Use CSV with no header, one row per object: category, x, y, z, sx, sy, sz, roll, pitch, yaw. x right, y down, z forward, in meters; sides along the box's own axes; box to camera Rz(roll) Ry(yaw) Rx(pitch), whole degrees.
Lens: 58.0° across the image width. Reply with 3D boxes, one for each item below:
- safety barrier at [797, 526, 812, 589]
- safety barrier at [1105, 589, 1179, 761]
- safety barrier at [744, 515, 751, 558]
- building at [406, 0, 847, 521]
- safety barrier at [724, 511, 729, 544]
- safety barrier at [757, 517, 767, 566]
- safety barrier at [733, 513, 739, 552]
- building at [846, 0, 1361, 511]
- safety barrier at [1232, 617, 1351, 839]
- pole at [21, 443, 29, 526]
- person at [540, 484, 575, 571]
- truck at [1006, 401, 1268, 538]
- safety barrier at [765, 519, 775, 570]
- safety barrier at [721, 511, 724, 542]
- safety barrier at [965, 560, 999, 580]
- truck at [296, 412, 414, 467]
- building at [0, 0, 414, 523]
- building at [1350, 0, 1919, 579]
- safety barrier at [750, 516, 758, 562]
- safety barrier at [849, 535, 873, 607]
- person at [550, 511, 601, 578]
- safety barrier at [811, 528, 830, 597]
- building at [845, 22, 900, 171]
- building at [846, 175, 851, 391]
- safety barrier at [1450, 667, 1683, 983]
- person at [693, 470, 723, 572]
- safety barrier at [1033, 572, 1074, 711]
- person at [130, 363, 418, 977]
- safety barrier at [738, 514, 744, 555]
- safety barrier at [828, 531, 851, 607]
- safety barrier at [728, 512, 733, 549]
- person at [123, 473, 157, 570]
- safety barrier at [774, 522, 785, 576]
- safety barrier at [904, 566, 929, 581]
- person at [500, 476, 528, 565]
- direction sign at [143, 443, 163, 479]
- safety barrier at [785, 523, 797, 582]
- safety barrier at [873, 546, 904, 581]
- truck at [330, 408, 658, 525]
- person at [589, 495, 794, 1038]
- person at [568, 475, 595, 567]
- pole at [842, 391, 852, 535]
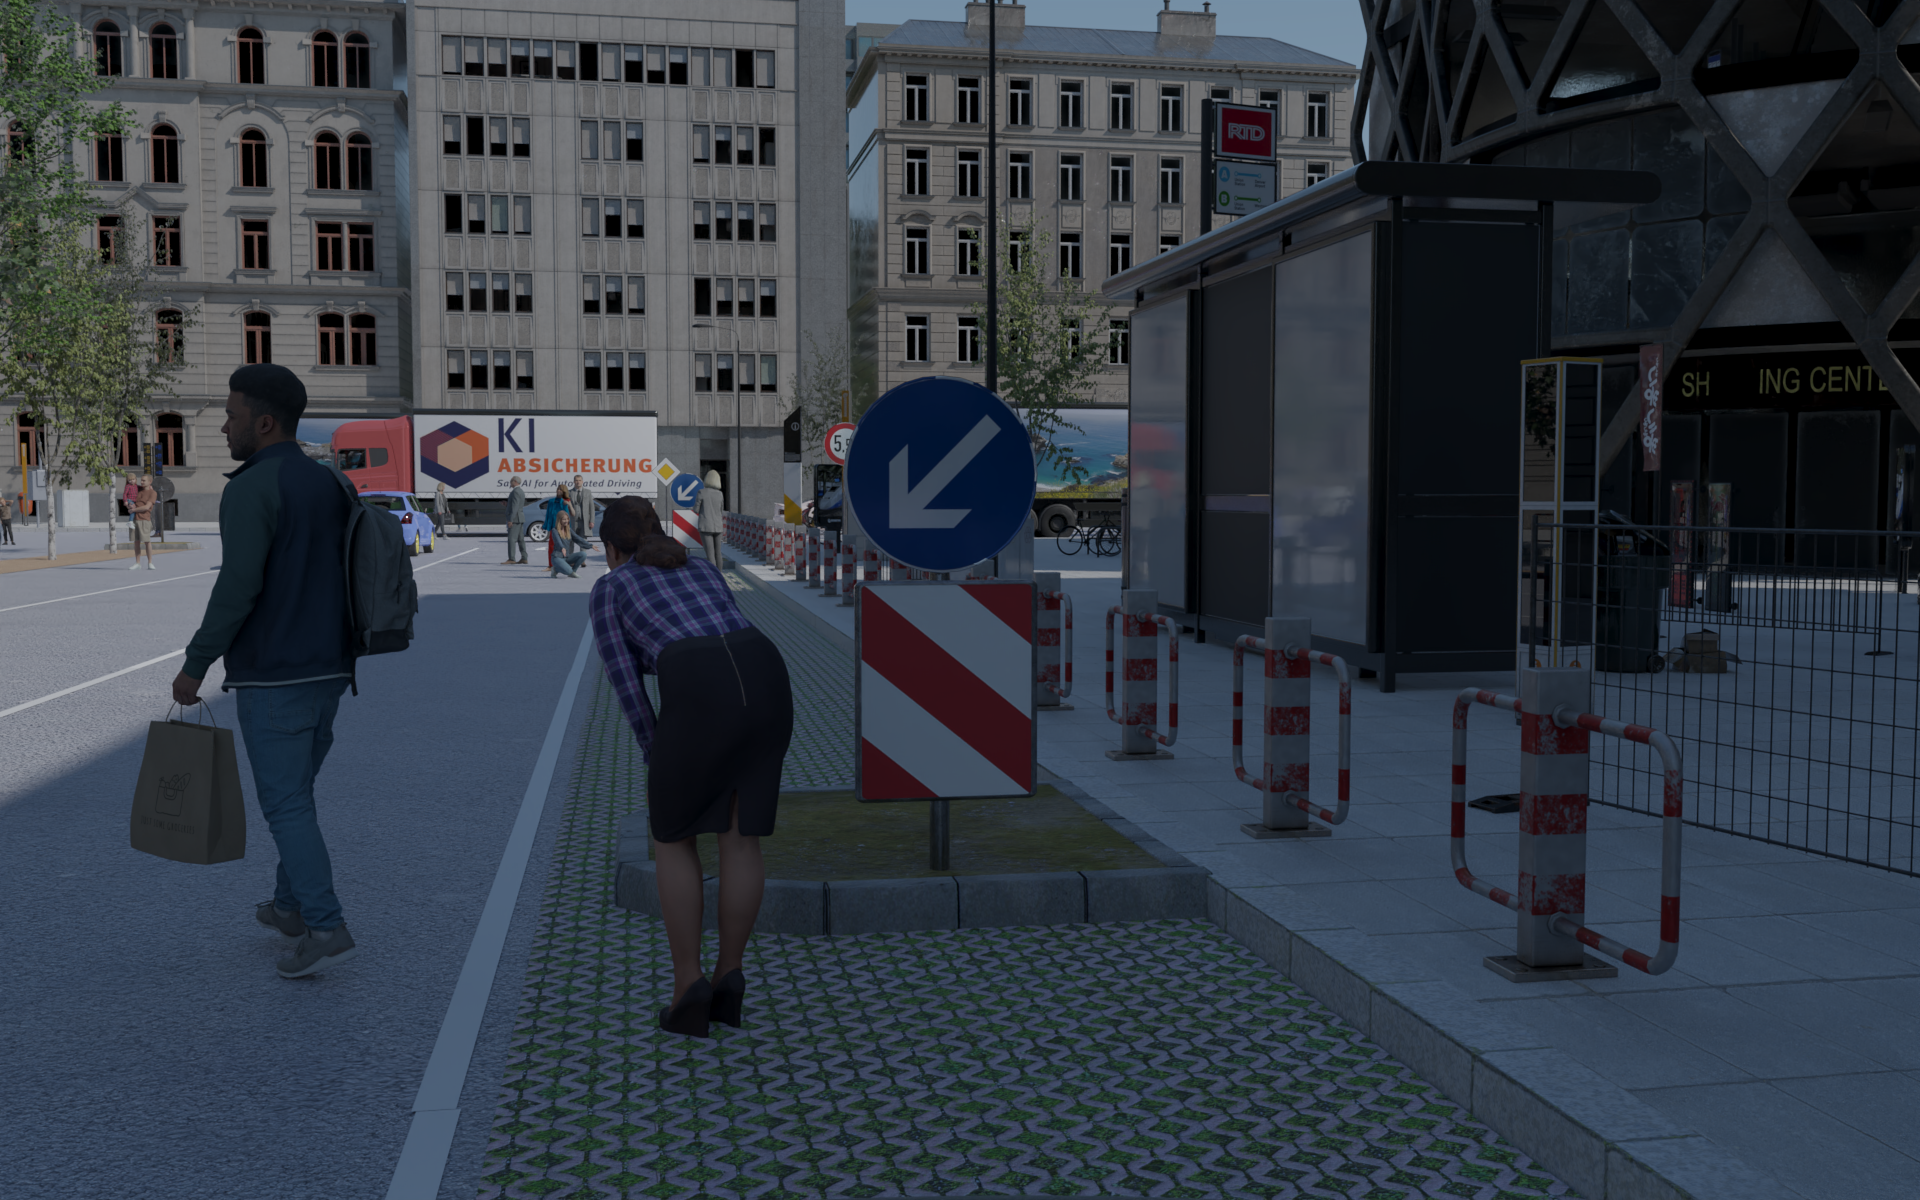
safety barrier,-1.978,-0.567,23.547,0.300,0.817,1.120,-1,4,-11
safety barrier,0.872,0.359,8.405,0.300,0.817,1.120,-1,4,-11
safety barrier,-4.118,-1.261,34.895,0.300,0.817,1.120,-1,4,-11
building,-16.272,-16.408,86.290,19.932,24.808,12.078,-1,4,-11
safety barrier,-5.541,-1.724,42.455,0.300,0.817,1.120,-1,4,-11
safety barrier,-3.404,-1.030,31.111,0.300,0.817,1.120,-1,4,-11
safety barrier,-4.829,-1.492,38.675,0.300,0.817,1.120,-1,4,-11
building,6.914,-17.946,90.684,25.104,27.353,12.463,-1,4,-11
safety barrier,1.230,0.474,6.519,0.300,0.817,1.120,-1,4,-11
pole,-37.587,-4.635,69.623,0.158,3.312,0.155,0,3,0
person,-7.414,-1.330,31.953,0.593,1.614,0.444,3,5,39
truck,4.858,-3.985,54.071,11.283,4.237,2.839,-1,4,-9
safety barrier,-3.051,-0.914,29.223,0.300,0.817,1.120,-1,4,-11
safety barrier,-5.897,-1.839,44.339,0.300,0.817,1.120,-1,4,-11
safety barrier,0.159,0.127,12.198,0.300,0.817,1.120,-1,4,-11
truck,-18.347,-4.417,61.129,11.283,4.237,2.839,-1,4,-10
building,-37.921,-18.120,83.652,23.554,28.519,14.401,-1,4,-11
building,16.718,-10.064,31.993,16.820,18.784,16.811,-1,4,-11
safety barrier,-3.759,-1.146,33.008,0.300,0.817,1.120,-1,4,-11
safety barrier,-0.904,-0.220,17.873,0.300,0.817,1.120,-1,4,-11
person,-6.598,-0.950,29.538,0.738,1.151,1.012,3,4,38
safety barrier,-1.623,-0.452,21.663,0.300,0.817,1.120,-1,4,-11
building,-7.907,-34.398,182.019,23.786,49.044,30.456,-1,4,-11
building,-7.884,-23.740,159.852,14.160,30.474,14.107,-1,4,-11
safety barrier,1.584,0.590,4.627,0.300,0.817,1.120,-1,4,-11
person,-3.919,-1.111,26.847,0.537,1.800,0.526,-3,4,-36
safety barrier,0.514,0.243,10.305,0.300,0.817,1.120,-1,4,-11
person,-2.078,0.200,5.218,0.713,1.824,0.794,2,4,33
safety barrier,-4.472,-1.377,36.792,0.300,0.817,1.120,-1,4,-11
safety barrier,-1.266,-0.336,19.767,0.300,0.817,1.120,-1,4,-11
safety barrier,-5.189,-1.608,40.558,0.300,0.817,1.120,-1,4,-11
person,-15.564,-1.490,32.834,0.580,1.828,0.573,-3,5,-41
safety barrier,-2.691,-0.799,27.331,0.300,0.817,1.120,-1,4,-11
safety barrier,-0.198,0.012,14.084,0.300,0.817,1.120,-1,4,-11
person,-9.143,-1.632,35.363,0.590,1.801,0.661,0,4,-1
direction sign,-35.569,-5.162,76.402,0.876,3.537,0.379,0,4,8
safety barrier,-2.338,-0.683,25.436,0.300,0.817,1.120,-1,4,-11
safety barrier,-0.552,-0.104,15.978,0.300,0.817,1.120,-1,4,-11
truck,-15.857,-4.235,58.157,11.283,4.237,2.839,-1,4,-11
person,-0.752,0.432,4.665,0.421,1.427,0.697,-3,5,-41
person,-7.509,-1.550,33.949,0.694,1.812,0.767,-1,4,-14
pole,-2.234,-2.470,34.236,0.158,3.312,0.155,0,3,0
